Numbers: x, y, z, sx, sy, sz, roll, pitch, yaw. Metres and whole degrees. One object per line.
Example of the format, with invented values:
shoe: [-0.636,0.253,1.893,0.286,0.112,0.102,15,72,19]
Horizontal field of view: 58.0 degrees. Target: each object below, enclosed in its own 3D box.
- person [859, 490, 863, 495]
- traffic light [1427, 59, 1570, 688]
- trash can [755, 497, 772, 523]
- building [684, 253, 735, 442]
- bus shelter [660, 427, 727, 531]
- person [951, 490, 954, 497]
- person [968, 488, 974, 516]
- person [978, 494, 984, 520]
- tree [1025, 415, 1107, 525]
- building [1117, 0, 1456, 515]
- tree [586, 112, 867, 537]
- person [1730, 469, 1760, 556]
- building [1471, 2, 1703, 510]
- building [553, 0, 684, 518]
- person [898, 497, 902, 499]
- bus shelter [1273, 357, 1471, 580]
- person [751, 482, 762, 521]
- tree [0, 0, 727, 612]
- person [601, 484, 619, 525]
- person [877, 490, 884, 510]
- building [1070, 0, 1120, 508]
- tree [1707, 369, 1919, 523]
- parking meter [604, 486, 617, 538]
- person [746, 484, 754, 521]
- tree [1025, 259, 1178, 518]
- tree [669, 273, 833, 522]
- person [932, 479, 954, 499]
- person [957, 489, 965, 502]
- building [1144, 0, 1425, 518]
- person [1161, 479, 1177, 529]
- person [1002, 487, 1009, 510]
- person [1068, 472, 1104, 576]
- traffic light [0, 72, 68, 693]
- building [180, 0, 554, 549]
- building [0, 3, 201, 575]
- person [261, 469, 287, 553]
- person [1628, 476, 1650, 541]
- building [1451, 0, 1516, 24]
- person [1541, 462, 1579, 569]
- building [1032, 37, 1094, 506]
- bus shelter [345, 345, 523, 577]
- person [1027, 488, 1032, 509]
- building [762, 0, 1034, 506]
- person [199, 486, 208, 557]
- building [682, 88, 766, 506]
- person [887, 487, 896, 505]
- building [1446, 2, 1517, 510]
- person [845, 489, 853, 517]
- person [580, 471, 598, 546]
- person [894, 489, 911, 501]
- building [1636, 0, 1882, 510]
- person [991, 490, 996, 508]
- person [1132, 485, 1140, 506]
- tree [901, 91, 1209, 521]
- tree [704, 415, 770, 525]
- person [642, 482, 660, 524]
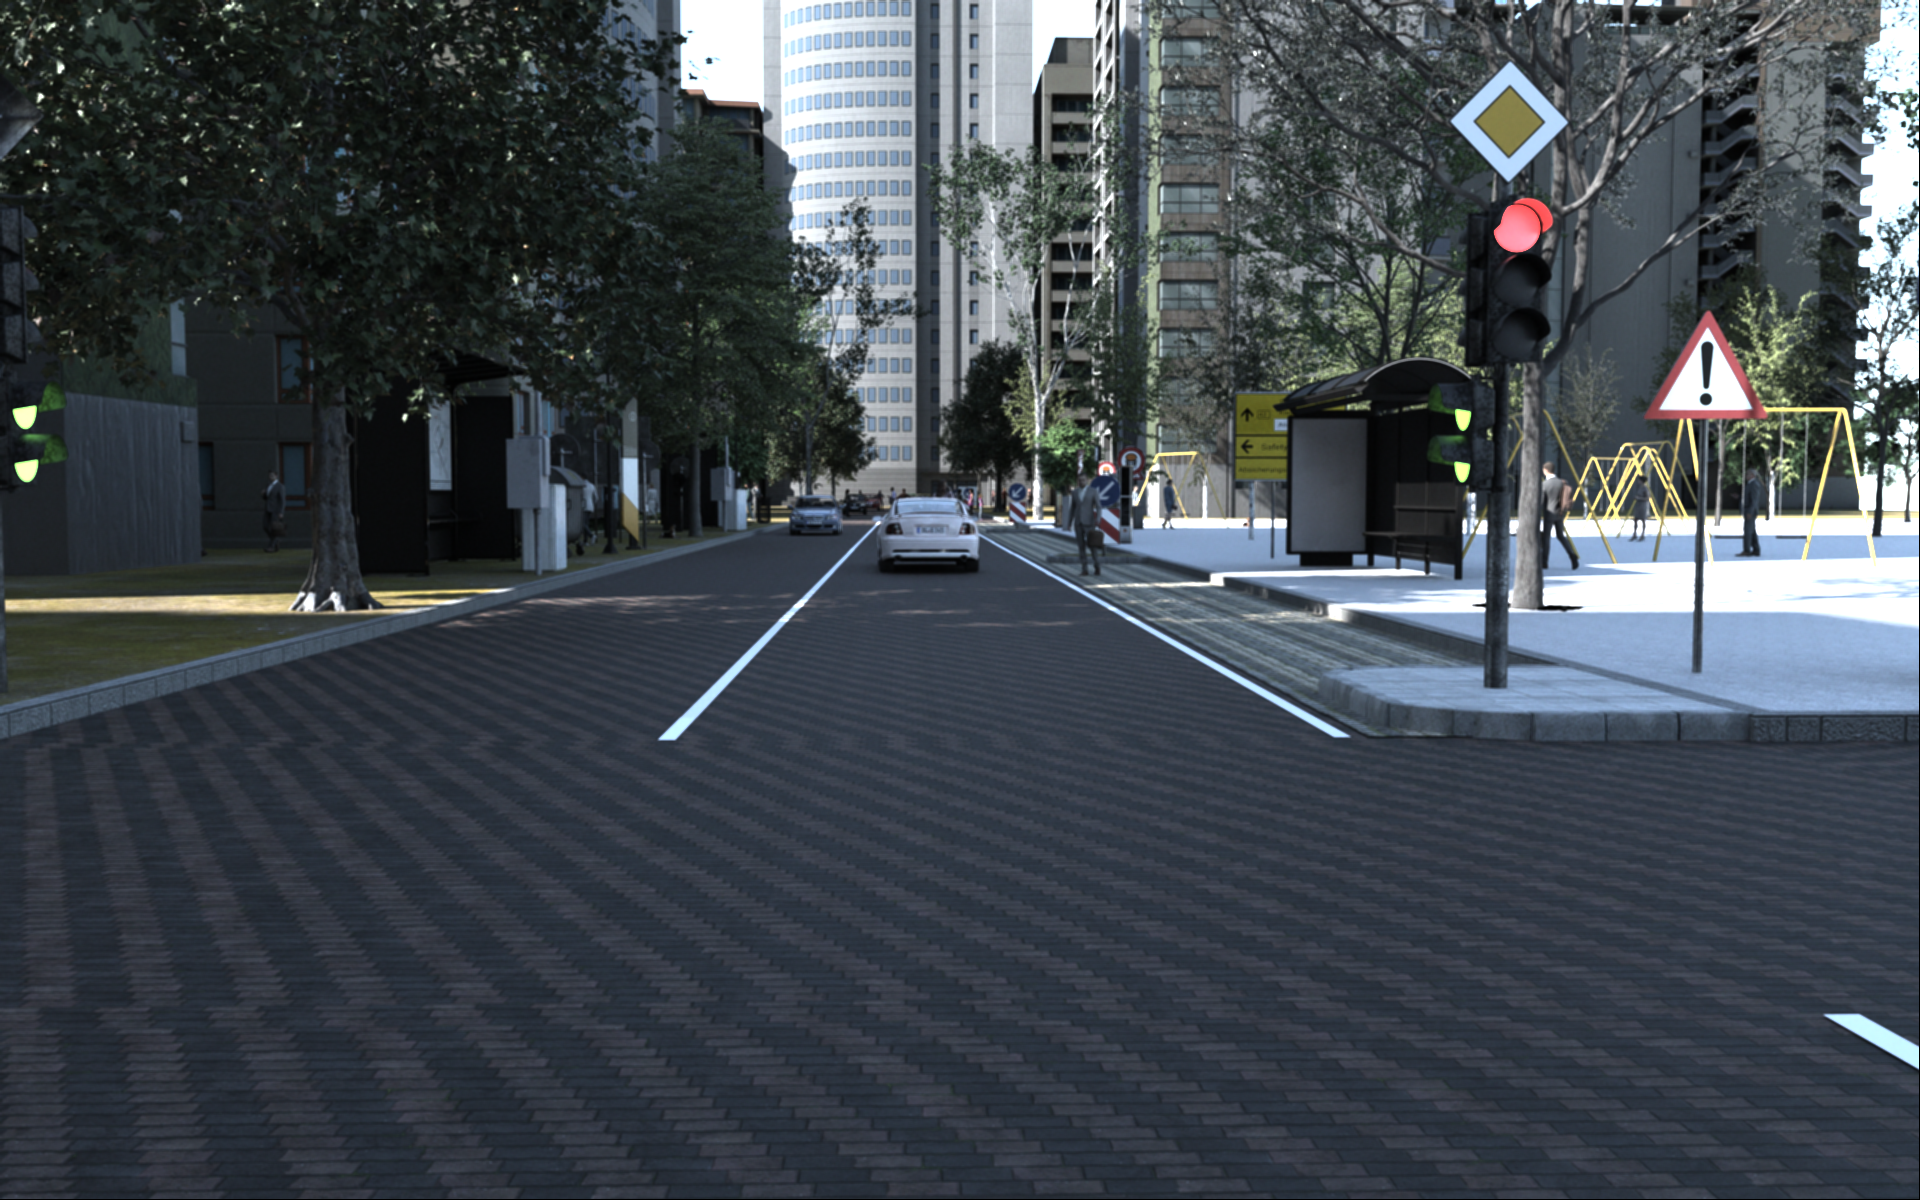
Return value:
person: [-9.114,-9.125,157.714,1.348,1.821,0.705,3,5,43]
traffic light: [3.537,-1.374,11.385,0.839,4.253,0.868,0,4,-2]
trash can: [-8.614,-3.934,75.978,0.748,1.137,0.748,0,3,0]
building: [-33.993,-18.031,139.845,28.899,21.520,27.650,0,4,-2]
bus shelter: [-9.675,-4.403,63.268,1.731,3.624,6.357,0,4,-2]
person: [-0.506,-5.014,91.419,0.436,1.711,0.756,-3,5,-40]
person: [0.527,-5.142,93.248,0.721,1.739,1.217,0,4,-2]
person: [1.220,-5.133,95.651,0.599,1.433,0.991,1,4,8]
tree: [4.401,-5.386,71.770,4.285,4.588,4.351,0,3,0]
building: [21.505,-35.289,118.975,21.231,58.520,28.212,0,4,-2]
tree: [-7.740,-8.173,51.762,7.486,12.596,7.792,0,3,0]
person: [16.235,-1.807,35.770,0.590,1.801,0.661,1,4,17]
building: [53.398,-28.435,148.502,14.086,41.232,14.154,0,4,-2]
building: [-28.213,-34.050,98.718,21.231,58.520,28.212,0,4,-2]
person: [-3.811,-5.973,109.390,0.421,1.427,0.697,-3,5,-44]
bus shelter: [6.687,-2.103,28.310,2.014,3.302,5.546,0,4,-2]
person: [-9.462,-4.609,81.203,0.447,1.846,0.655,2,4,34]
tree: [-7.042,-6.231,18.890,9.611,12.733,9.660,0,3,0]
person: [-10.491,-2.821,52.185,0.660,1.820,0.620,-2,4,-33]
person: [-6.933,-8.800,152.833,0.568,1.767,0.683,3,5,42]
building: [20.155,-43.132,143.467,20.563,71.187,20.611,0,4,-2]
tree: [45.377,-7.083,78.721,20.602,7.101,11.467,0,4,4]
parking meter: [-10.278,-2.600,50.916,0.372,1.533,0.369,0,3,0]
person: [-10.227,-4.733,83.417,0.713,1.824,0.794,1,4,11]
tree: [4.962,-6.336,53.960,4.737,8.622,4.395,0,3,0]
tree: [-9.923,-9.389,79.266,9.928,11.665,9.643,0,3,0]
person: [-0.453,-1.763,37.921,0.593,1.750,0.643,-1,4,-18]
person: [0.079,-5.855,104.942,0.721,1.735,1.217,1,4,16]
building: [17.354,-19.968,98.181,14.160,30.474,14.107,0,4,-2]
person: [7.631,-3.513,63.511,0.654,1.822,0.581,-1,4,-19]
person: [3.621,-8.208,140.198,1.348,1.831,0.705,-3,5,-44]
person: [2.188,-1.319,30.186,0.709,1.813,0.853,1,4,21]
traffic light: [-6.219,-1.355,11.070,0.839,4.253,0.868,0,4,-2]
building: [-29.322,-12.781,54.006,27.650,21.520,28.899,0,4,-2]
building: [-21.044,-20.833,24.208,14.154,41.232,14.086,0,4,-2]
person: [-15.017,-1.952,37.930,0.622,1.834,0.822,1,4,12]
person: [18.441,-2.484,47.002,0.374,1.781,0.599,0,4,-5]
building: [44.898,-53.588,188.833,31.000,86.520,22.319,0,4,-2]
person: [10.133,-1.441,29.568,0.622,1.834,0.822,-2,4,-24]
building: [18.636,-34.535,188.347,21.600,48.544,21.300,0,4,-2]
bus shelter: [-8.905,-2.367,29.990,1.731,3.624,6.357,0,4,-2]
person: [5.912,-8.484,145.293,0.617,1.759,0.750,-2,4,-27]
building: [-6.835,-39.480,187.491,28.212,58.520,21.231,0,4,-2]
person: [-15.285,-1.719,34.270,0.853,1.813,0.709,0,4,0]
building: [-35.446,-32.577,187.250,28.867,44.769,22.147,0,4,-2]
person: [-4.113,-5.819,103.505,0.599,1.838,0.709,0,4,7]
building: [39.325,-28.398,147.897,14.086,41.232,14.154,0,4,-2]
person: [-6.965,-6.084,108.690,0.721,1.735,1.217,1,4,13]
person: [-9.217,-2.264,42.903,0.795,1.843,0.661,2,4,34]
person: [-3.000,-5.125,93.113,1.217,1.723,0.721,0,4,4]
building: [67.535,-30.501,148.810,14.200,45.320,14.600,0,4,-2]
person: [3.065,-9.141,156.965,0.593,1.643,0.415,2,4,27]
person: [8.527,-4.712,84.093,0.522,1.701,0.512,2,4,33]
tree: [4.906,-13.782,81.222,12.611,20.169,13.585,0,3,0]
tree: [-9.418,-5.417,72.277,4.285,4.588,4.351,0,3,0]
person: [-13.233,-4.151,74.269,0.694,1.780,0.624,-2,4,-31]
